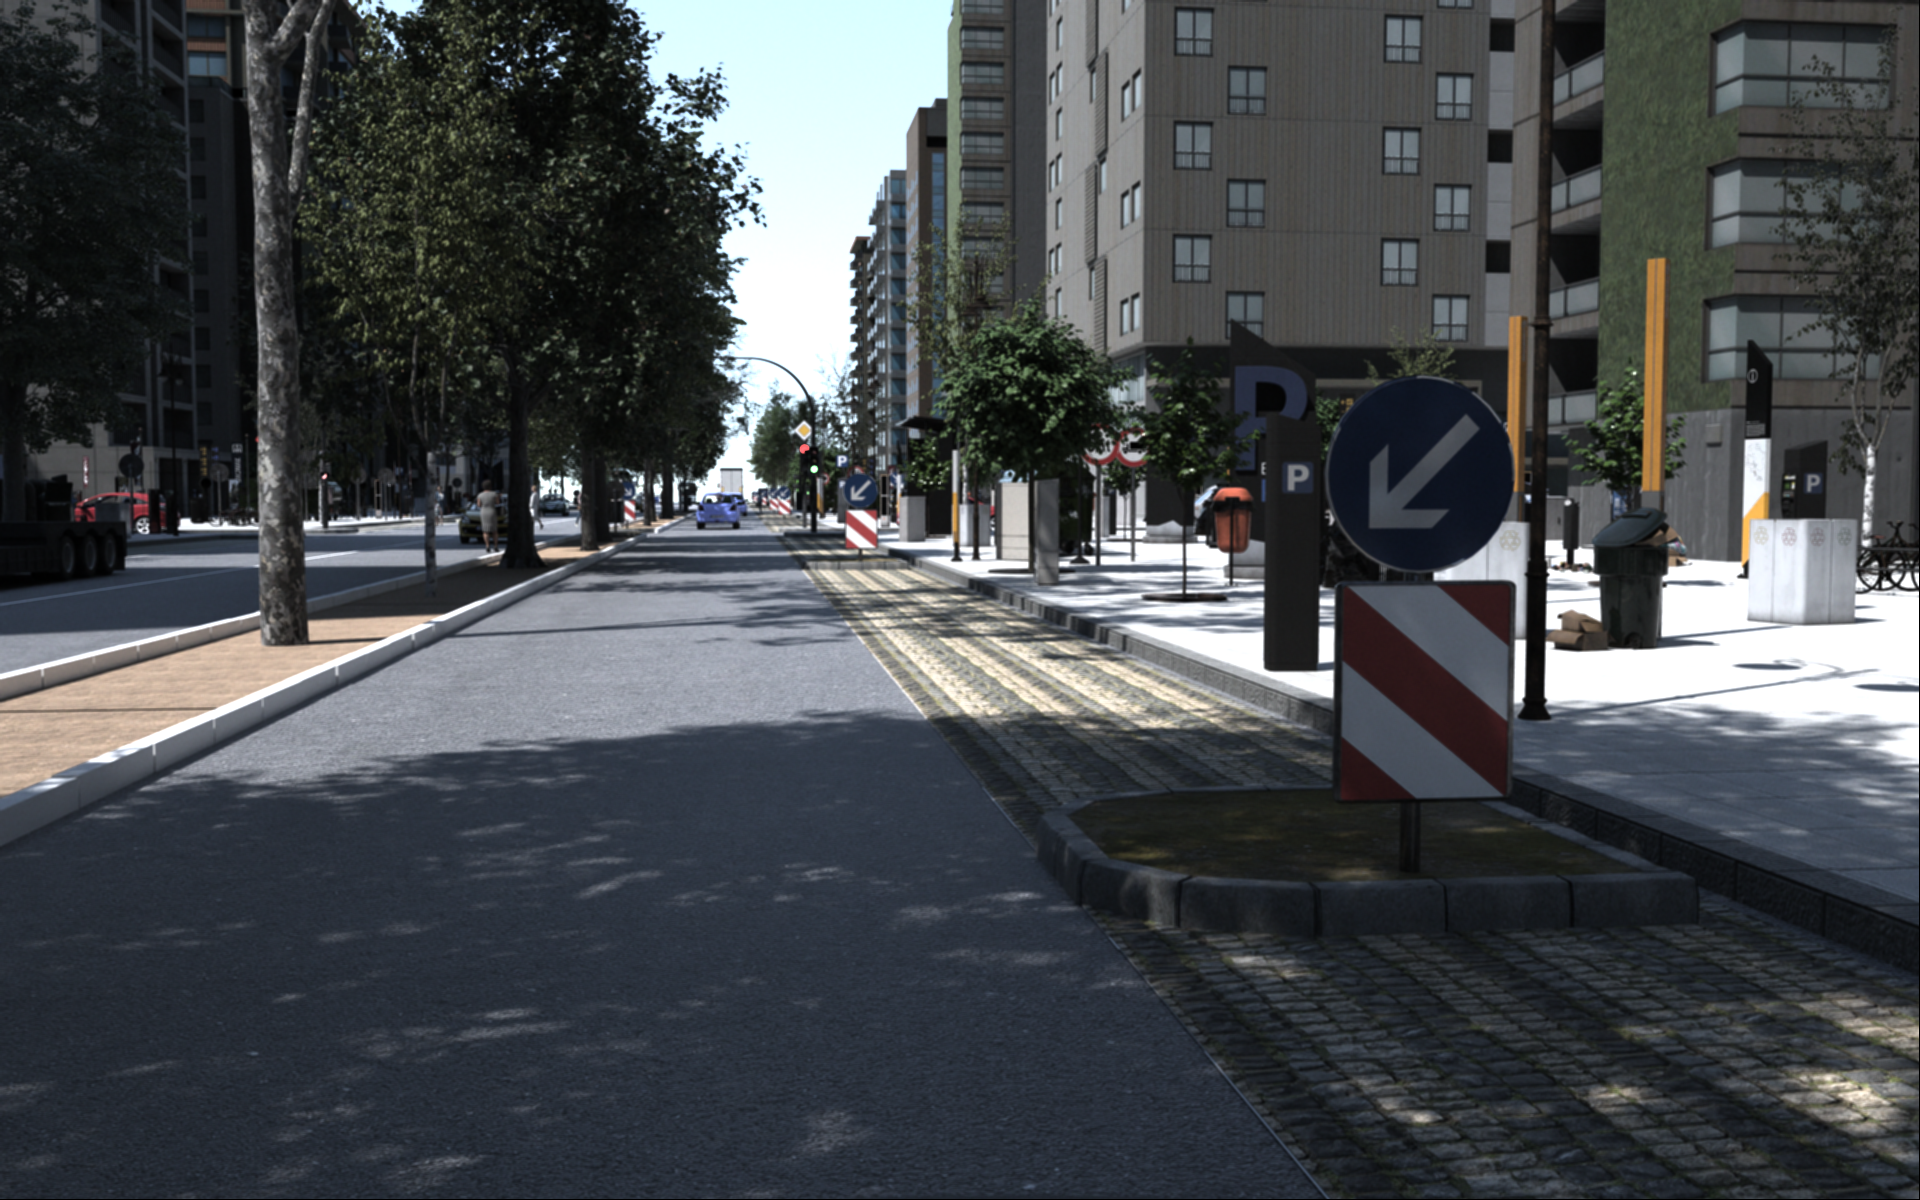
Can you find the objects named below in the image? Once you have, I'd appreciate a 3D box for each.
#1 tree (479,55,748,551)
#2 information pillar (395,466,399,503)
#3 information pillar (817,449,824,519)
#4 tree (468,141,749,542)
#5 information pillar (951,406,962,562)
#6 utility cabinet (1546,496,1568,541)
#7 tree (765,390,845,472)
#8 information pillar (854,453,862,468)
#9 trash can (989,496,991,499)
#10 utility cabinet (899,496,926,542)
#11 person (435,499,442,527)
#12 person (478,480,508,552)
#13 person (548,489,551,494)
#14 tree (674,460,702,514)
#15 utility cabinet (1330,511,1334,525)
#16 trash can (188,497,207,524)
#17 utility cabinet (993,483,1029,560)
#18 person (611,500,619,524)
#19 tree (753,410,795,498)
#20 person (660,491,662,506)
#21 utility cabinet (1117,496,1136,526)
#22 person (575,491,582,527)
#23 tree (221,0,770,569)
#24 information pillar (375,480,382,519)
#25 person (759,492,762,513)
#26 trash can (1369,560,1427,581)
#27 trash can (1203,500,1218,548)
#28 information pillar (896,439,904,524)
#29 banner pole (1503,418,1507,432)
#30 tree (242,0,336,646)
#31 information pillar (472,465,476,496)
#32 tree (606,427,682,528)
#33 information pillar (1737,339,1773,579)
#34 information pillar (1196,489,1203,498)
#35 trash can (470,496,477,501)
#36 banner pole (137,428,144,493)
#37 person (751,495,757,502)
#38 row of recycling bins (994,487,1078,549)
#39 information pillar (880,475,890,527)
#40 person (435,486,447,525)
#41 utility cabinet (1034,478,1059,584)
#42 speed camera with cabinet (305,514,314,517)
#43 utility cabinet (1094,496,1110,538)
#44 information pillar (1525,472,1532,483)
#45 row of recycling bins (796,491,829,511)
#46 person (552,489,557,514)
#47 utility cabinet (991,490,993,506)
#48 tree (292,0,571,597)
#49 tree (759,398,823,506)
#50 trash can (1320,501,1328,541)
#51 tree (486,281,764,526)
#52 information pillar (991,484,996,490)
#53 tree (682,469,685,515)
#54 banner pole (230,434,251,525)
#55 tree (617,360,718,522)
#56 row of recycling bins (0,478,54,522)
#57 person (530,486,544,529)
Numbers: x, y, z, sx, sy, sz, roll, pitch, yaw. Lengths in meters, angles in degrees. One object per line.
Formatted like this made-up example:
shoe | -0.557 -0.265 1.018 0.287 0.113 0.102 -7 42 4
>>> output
tree | -9.169 -7.472 42.754 7.486 12.596 7.792 0 3 0
information pillar | -44.443 -8.907 136.985 0.183 3.616 0.504 2 4 35
information pillar | -7.248 -6.023 89.832 0.183 3.616 0.504 1 4 21
tree | -10.735 -8.699 51.338 9.857 13.997 8.962 0 3 0
information pillar | -0.072 -2.539 32.875 0.183 3.616 0.504 0 4 6
utility cabinet | 16.334 -2.250 47.941 1.020 1.237 0.306 -2 4 -26
tree | -13.924 -13.454 154.393 7.601 10.594 8.767 1 4 12
information pillar | -5.403 -6.089 90.914 0.504 3.616 0.183 2 4 26
trash can | 2.317 -6.351 115.489 0.748 1.137 0.748 0 3 0
utility cabinet | -1.284 -2.154 46.380 0.306 1.237 1.020 2 4 26
person | -23.046 -3.844 76.358 0.505 1.210 0.382 1 4 12
person | -11.498 -2.067 42.656 0.716 1.782 0.532 0 4 -8
person | -30.752 -7.372 129.306 0.573 1.790 0.520 -2 4 -31
tree | -20.374 -10.583 125.853 4.360 8.622 3.978 0 3 0
utility cabinet | 9.296 -1.880 41.893 0.306 1.237 1.020 3 5 40
trash can | -33.174 -3.899 75.399 0.748 1.137 0.748 0 3 0
utility cabinet | 1.250 -1.502 33.230 1.173 1.500 0.318 3 5 39
person | -16.205 -4.419 81.430 0.731 1.740 0.598 2 4 24
tree | -25.380 -19.239 232.691 7.486 12.596 7.792 0 3 0
person | -36.095 -12.315 209.944 0.705 1.812 1.348 1 4 8
utility cabinet | 6.677 -3.567 69.479 0.306 1.237 1.020 -2 4 -27
person | -16.499 -4.067 75.592 0.643 1.750 0.593 3 5 42
tree | -8.486 -6.946 33.039 9.611 12.733 9.660 0 3 0
information pillar | -30.338 -5.253 90.376 0.304 2.012 0.304 -1 4 -13
person | -14.580 -7.101 126.412 0.330 1.601 0.589 0 4 2
trash can | 4.736 -0.432 18.723 0.748 1.137 0.748 0 3 0
trash can | 6.146 -1.801 41.103 0.748 1.137 0.748 0 3 0
information pillar | -2.596 -5.038 73.733 0.183 3.616 0.504 -1 4 -14
banner pole | 15.950 -3.678 50.146 0.401 3.779 0.863 -1 4 -21
tree | -5.081 -9.587 15.093 12.611 20.169 13.585 0 3 0
information pillar | -38.647 -8.944 137.589 0.183 3.616 0.504 1 4 12
tree | -13.328 -7.026 67.690 4.737 8.622 4.395 0 3 0
information pillar | 11.996 -2.124 26.083 0.183 3.616 0.504 -1 4 -13
information pillar | 11.281 -4.715 81.580 0.304 2.012 0.304 1 4 23
trash can | -38.295 -7.642 136.606 0.748 1.137 0.748 0 3 0
banner pole | -31.080 -4.629 65.698 0.401 3.779 0.863 -3 4 -37
person | -34.172 -17.082 287.744 1.348 1.831 0.705 2 4 31
row of recycling bins | 1.817 -2.149 42.244 1.069 1.692 3.534 -2 4 -24
information pillar | -2.875 -3.802 66.651 0.304 2.012 0.304 1 4 14
person | -23.877 -4.344 79.551 0.581 1.822 0.654 -1 4 -17
utility cabinet | 1.226 -0.988 24.835 0.318 1.500 1.173 0 4 0
speed camera with cabinet | -37.004 -6.369 98.469 0.660 3.252 2.038 -1 4 -14
utility cabinet | 4.198 -2.454 51.291 0.306 1.237 1.020 1 4 14
information pillar | 18.558 -3.207 56.920 0.304 2.012 0.304 -1 4 -16
row of recycling bins | -11.547 -7.846 135.389 3.534 1.692 1.069 3 5 43
person | -29.609 -7.229 126.925 0.641 1.798 0.478 -1 4 -16
utility cabinet | 2.031 -4.976 90.033 0.318 1.500 1.173 2 4 32
tree | -7.398 -4.352 23.978 4.737 8.622 4.395 0 3 0
tree | -17.928 -15.879 185.372 9.928 11.665 9.643 0 3 0
trash can | 7.824 -1.646 38.561 0.748 1.137 0.748 0 3 0
tree | -13.916 -10.009 76.479 12.009 13.543 11.850 0 3 0
information pillar | 2.383 -7.077 120.205 0.304 2.012 0.304 2 4 31
tree | -18.124 -9.354 105.751 4.737 8.622 4.395 0 3 0
banner pole | -29.978 -5.034 72.326 0.863 3.779 0.401 -1 4 -22
tree | -15.799 -9.780 88.116 9.928 11.665 9.643 0 3 0
row of recycling bins | -25.288 -2.430 46.840 1.069 1.692 3.534 0 4 -4
person | -17.251 -3.759 70.315 0.624 1.780 0.694 2 4 25
